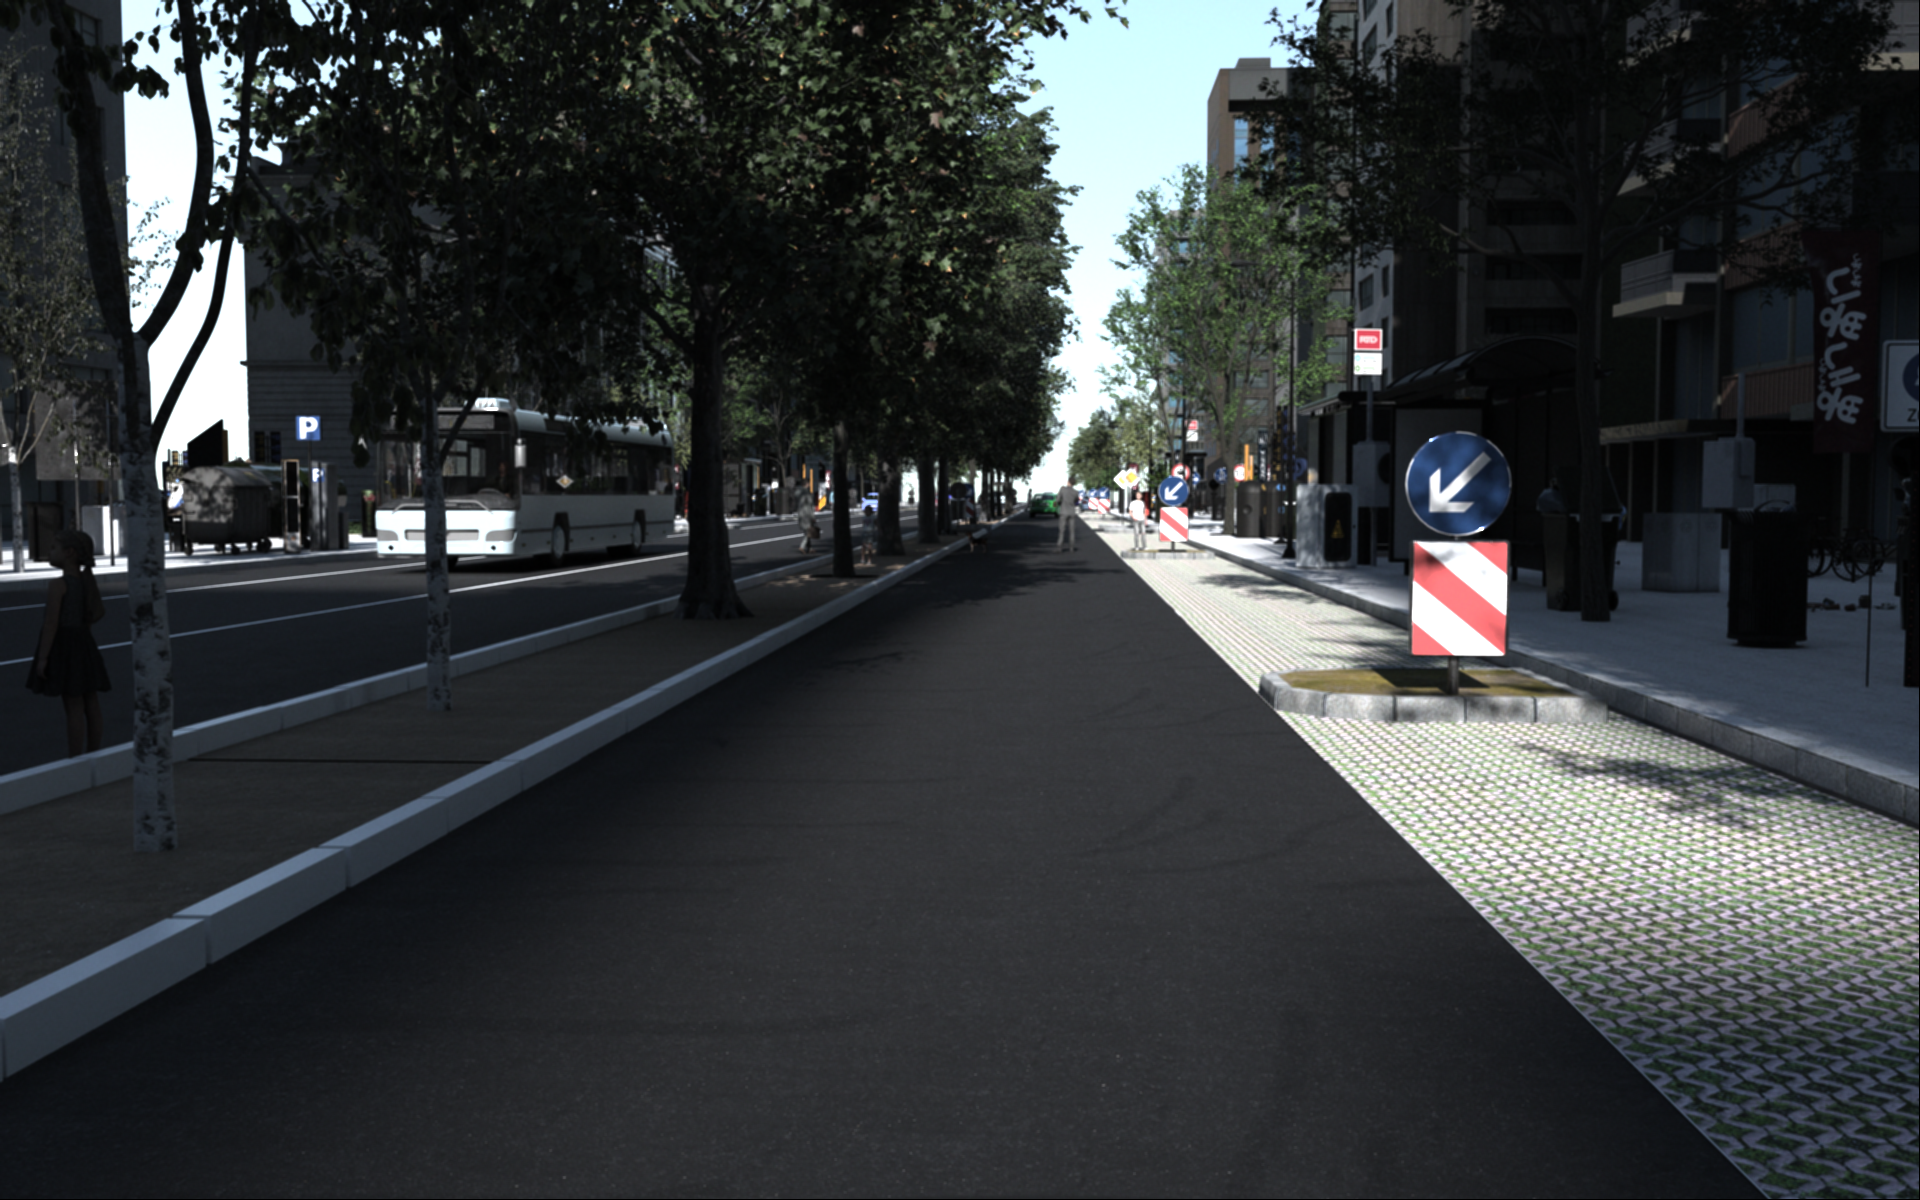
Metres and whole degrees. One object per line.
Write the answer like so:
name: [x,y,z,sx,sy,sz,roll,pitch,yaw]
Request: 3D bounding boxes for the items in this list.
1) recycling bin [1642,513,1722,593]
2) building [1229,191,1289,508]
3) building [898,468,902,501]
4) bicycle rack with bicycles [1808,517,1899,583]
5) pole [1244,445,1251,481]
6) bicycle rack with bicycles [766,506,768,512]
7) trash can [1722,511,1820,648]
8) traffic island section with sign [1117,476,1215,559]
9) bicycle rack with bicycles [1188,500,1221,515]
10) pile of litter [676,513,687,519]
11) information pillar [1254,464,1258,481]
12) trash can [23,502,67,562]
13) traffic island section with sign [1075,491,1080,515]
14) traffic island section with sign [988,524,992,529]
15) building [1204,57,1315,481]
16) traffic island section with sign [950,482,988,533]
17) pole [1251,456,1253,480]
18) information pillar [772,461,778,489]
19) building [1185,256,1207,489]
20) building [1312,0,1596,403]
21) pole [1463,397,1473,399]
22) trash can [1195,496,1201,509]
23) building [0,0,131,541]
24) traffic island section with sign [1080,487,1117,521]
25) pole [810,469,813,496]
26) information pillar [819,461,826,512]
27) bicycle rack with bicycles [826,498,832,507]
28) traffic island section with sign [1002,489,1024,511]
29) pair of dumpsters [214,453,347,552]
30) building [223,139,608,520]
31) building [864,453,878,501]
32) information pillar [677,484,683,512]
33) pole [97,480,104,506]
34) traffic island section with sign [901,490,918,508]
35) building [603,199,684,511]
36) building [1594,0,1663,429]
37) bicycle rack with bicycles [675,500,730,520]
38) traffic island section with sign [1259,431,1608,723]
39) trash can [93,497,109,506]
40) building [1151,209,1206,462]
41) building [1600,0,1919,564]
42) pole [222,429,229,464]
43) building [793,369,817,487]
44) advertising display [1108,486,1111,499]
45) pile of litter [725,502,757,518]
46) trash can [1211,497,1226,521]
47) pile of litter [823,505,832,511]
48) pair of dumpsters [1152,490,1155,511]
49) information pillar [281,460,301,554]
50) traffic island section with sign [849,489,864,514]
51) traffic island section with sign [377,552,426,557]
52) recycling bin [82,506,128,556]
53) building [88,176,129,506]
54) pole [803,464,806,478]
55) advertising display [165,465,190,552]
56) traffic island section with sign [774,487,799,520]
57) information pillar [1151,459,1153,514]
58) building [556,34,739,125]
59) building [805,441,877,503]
recycling bin: [9.524,-0.631,22.872,0.722,1.027,0.722,-1,4,-12]
building: [32.636,-24.082,165.447,14.160,30.474,14.107,0,4,3]
building: [-17.646,-32.292,299.670,14.160,30.474,14.107,0,4,3]
bicycle rack with bicycles: [13.433,-0.782,26.161,2.925,0.926,2.852,-1,4,-10]
pole: [11.807,-4.749,71.487,0.158,3.312,0.155,0,3,0]
bicycle rack with bicycles: [-15.201,-6.565,120.714,2.925,0.926,2.852,3,5,41]
trash can: [6.811,-0.180,14.596,0.748,1.137,0.748,0,3,0]
traffic island section with sign: [4.609,-1.837,38.667,1.989,1.847,2.006,0,4,3]
bicycle rack with bicycles: [15.311,-5.656,105.863,2.925,0.926,2.852,2,4,29]
pile of litter: [-14.036,-4.676,90.420,1.719,0.858,1.176,0,4,-4]
information pillar: [23.029,-8.748,134.389,0.504,3.616,0.183,-1,4,-12]
trash can: [-17.283,-1.290,32.750,0.748,1.137,0.748,0,3,0]
traffic island section with sign: [9.181,-6.867,120.899,1.989,1.847,2.006,0,4,3]
traffic island section with sign: [0.315,-3.895,71.812,2.006,1.907,1.989,0,4,3]
building: [32.955,-32.356,179.125,14.600,45.320,14.200,0,4,3]
traffic island section with sign: [-0.107,-3.442,64.417,2.006,1.907,1.989,0,4,3]
pole: [15.434,-5.990,91.775,0.158,3.312,0.155,0,3,0]
information pillar: [-13.095,-8.040,122.815,0.504,3.616,0.183,0,4,2]
building: [46.757,-34.859,261.828,32.217,40.220,23.993,0,4,3]
building: [27.637,-20.207,102.078,14.160,30.474,14.107,0,4,3]
pole: [10.688,-2.610,36.518,0.158,3.312,0.155,0,3,0]
trash can: [18.635,-7.612,136.103,0.748,1.137,0.748,0,3,0]
building: [-31.948,-22.244,47.280,14.086,41.232,14.154,0,4,3]
traffic island section with sign: [7.673,-5.212,93.841,1.989,1.847,2.006,0,4,3]
pole: [-12.077,-9.002,141.025,0.158,3.312,0.155,0,3,0]
information pillar: [-9.627,-7.929,120.996,0.504,3.616,0.183,0,4,5]
bicycle rack with bicycles: [-10.631,-7.984,143.919,2.925,0.926,2.852,-1,4,-23]
traffic island section with sign: [4.489,-8.483,146.835,2.006,1.907,1.989,0,4,3]
pair of dumpsters: [-15.796,-2.297,40.048,1.574,2.255,4.437,0,4,3]
building: [-28.661,-15.566,96.298,13.314,21.916,24.055,0,4,3]
building: [-22.622,-40.204,281.042,21.300,48.544,21.600,0,4,3]
information pillar: [-19.579,-7.130,121.063,0.304,2.012,0.304,-2,4,-35]
pole: [-32.019,-4.323,64.521,0.158,3.312,0.155,0,3,0]
traffic island section with sign: [-4.797,-10.013,172.342,1.989,1.847,2.006,0,4,3]
building: [-27.482,-19.812,121.190,12.463,27.353,25.104,0,4,3]
building: [27.925,-19.274,86.830,14.107,30.474,14.160,0,4,3]
bicycle rack with bicycles: [-12.762,-4.392,85.185,2.925,0.926,2.852,-2,4,-34]
traffic island section with sign: [3.093,-0.191,11.755,1.989,1.847,2.006,0,4,3]
trash can: [-40.215,-4.254,81.204,0.748,1.137,0.748,0,3,0]
building: [43.479,-40.939,288.956,23.786,49.044,30.456,0,4,3]
building: [27.099,-23.336,36.172,22.147,44.769,28.867,0,4,3]
pole: [-23.192,-3.726,54.763,0.158,3.312,0.155,0,3,0]
building: [-27.986,-32.853,191.768,22.147,44.769,28.867,0,4,3]
advertising display: [12.296,-8.413,142.761,0.123,1.923,0.974,0,4,-1]
pile of litter: [-11.906,-4.893,93.957,1.719,0.858,1.176,1,4,16]
trash can: [12.326,-4.342,82.639,0.748,1.137,0.748,0,3,0]
pile of litter: [-10.629,-7.312,133.521,1.719,0.858,1.176,0,4,0]
pair of dumpsters: [14.920,-7.735,128.963,1.574,2.255,4.437,0,4,3]
information pillar: [-14.360,-2.000,37.185,0.304,2.012,0.304,-2,4,-32]
traffic island section with sign: [-7.572,-6.967,122.532,1.989,1.847,2.006,0,4,3]
traffic island section with sign: [-12.175,-1.926,40.114,1.989,1.847,2.006,0,4,3]
recycling bin: [-17.891,-1.450,36.266,0.722,1.027,0.722,-1,4,-10]
building: [-54.505,-14.744,90.211,18.267,20.994,9.793,0,4,3]
pole: [-10.577,-7.584,117.833,0.158,3.312,0.155,0,3,0]
advertising display: [-17.458,-2.047,38.682,0.974,1.923,0.123,3,5,42]
traffic island section with sign: [-9.096,-5.301,95.304,1.989,1.847,2.006,0,4,3]
information pillar: [12.640,-7.513,114.193,0.183,3.616,0.504,-1,4,-9]
building: [-29.229,-31.083,162.830,22.147,44.769,28.867,0,4,3]
building: [-27.034,-40.812,256.522,28.713,52.752,27.495,0,4,3]
